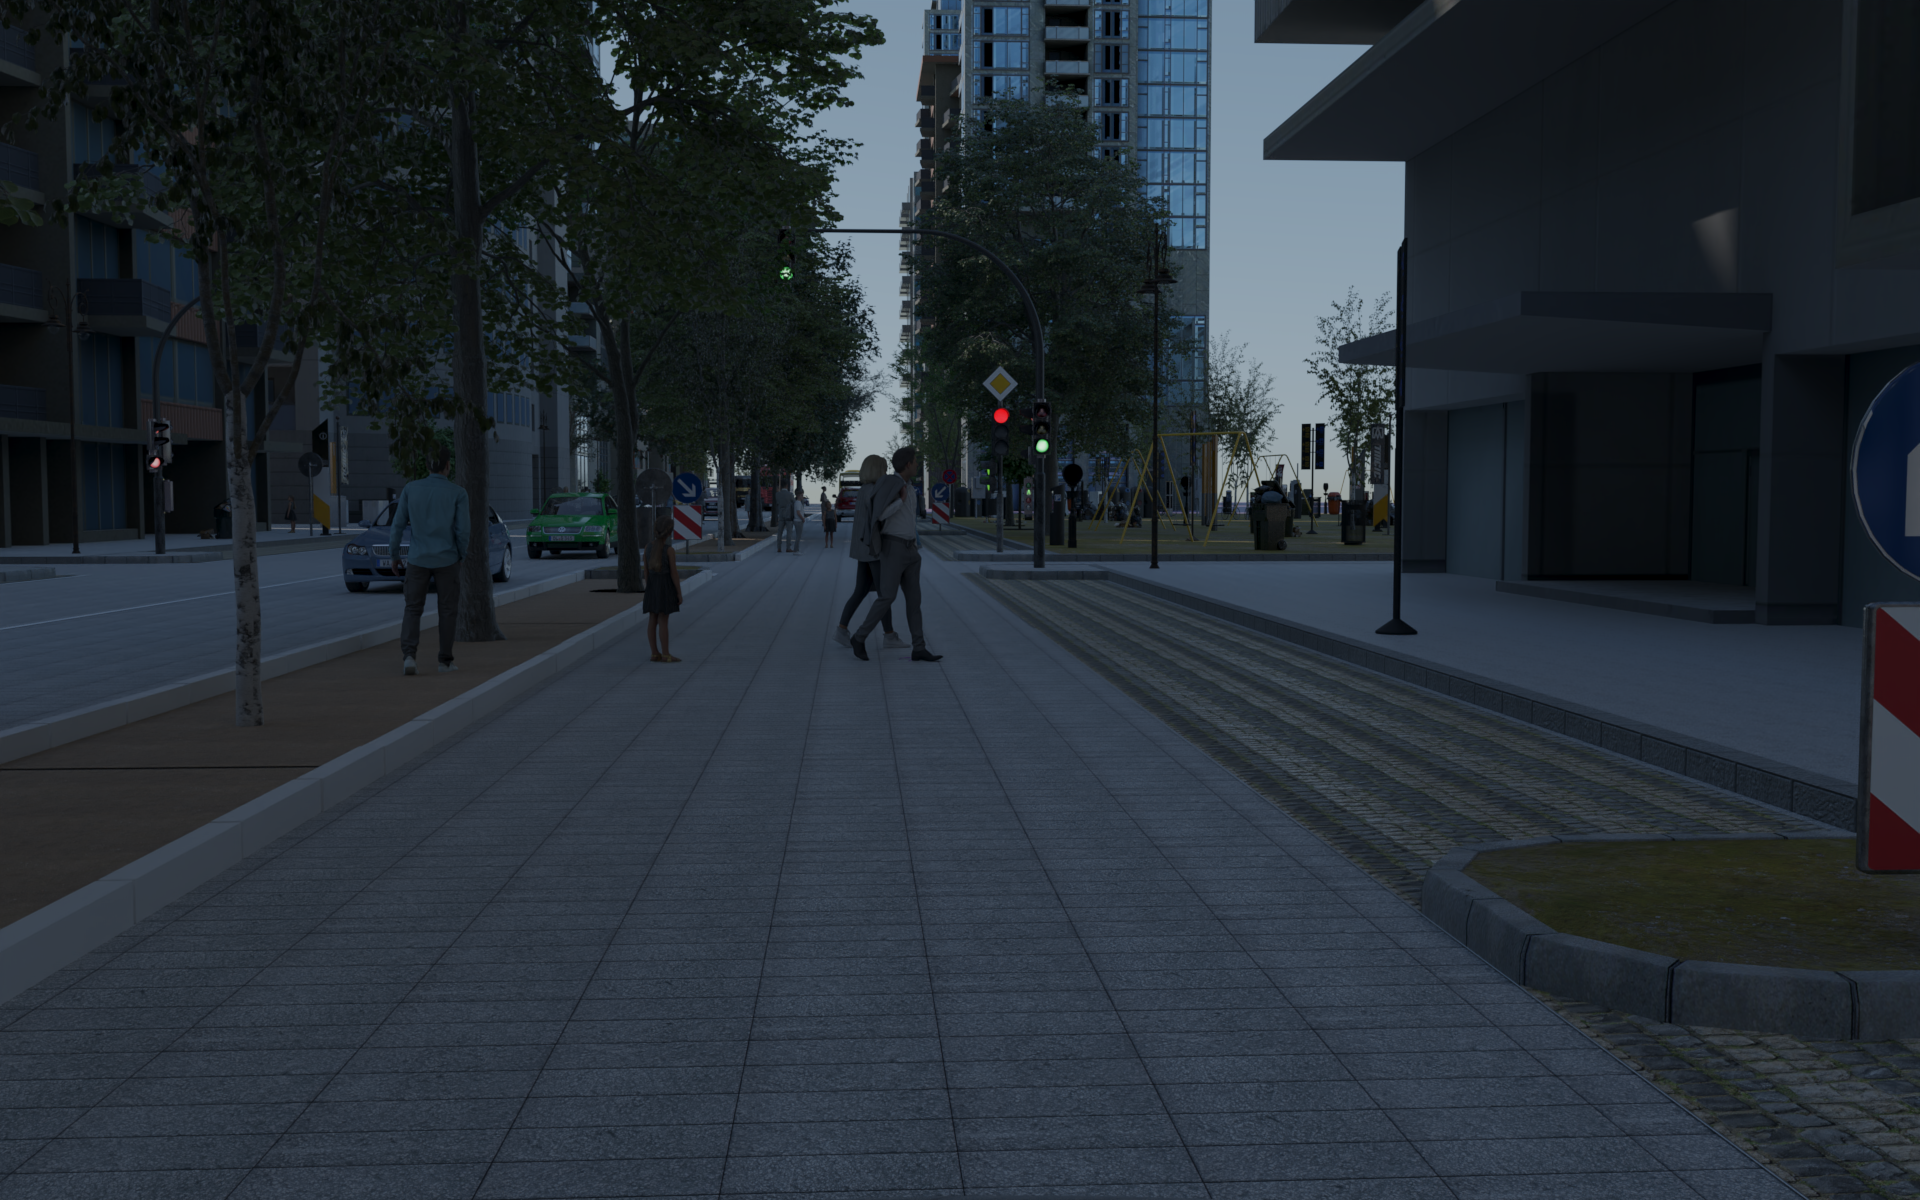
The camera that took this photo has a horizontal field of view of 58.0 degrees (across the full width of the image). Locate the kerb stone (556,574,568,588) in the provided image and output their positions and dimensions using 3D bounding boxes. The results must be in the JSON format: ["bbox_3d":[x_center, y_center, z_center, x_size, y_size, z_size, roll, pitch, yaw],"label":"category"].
[{"bbox_3d":[-6.195,-0.268,26.582,0.120,0.150,1.000,0,4,-4],"label":"kerb stone"}]

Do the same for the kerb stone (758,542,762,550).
[{"bbox_3d":[-5.145,-1.309,43.636,0.120,0.150,1.000,0,4,-4],"label":"kerb stone"}]

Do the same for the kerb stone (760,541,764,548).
[{"bbox_3d":[-5.203,-1.371,44.657,0.120,0.150,1.000,0,4,-4],"label":"kerb stone"}]

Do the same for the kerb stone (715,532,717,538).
[{"bbox_3d":[-8.002,-2.044,55.787,0.120,0.150,1.000,0,4,-4],"label":"kerb stone"}]

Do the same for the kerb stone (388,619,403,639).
[{"bbox_3d":[-5.629,0.296,17.367,0.120,0.150,1.000,0,4,-4],"label":"kerb stone"}]

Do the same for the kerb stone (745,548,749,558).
[{"bbox_3d":[-4.834,-0.999,38.527,0.120,0.150,1.000,0,4,-4],"label":"kerb stone"}]

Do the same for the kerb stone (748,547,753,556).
[{"bbox_3d":[-4.884,-1.061,39.548,0.120,0.150,1.000,0,4,-4],"label":"kerb stone"}]

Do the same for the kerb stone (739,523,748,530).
[{"bbox_3d":[-9.013,-3.051,72.142,0.120,0.150,1.000,0,4,-4],"label":"kerb stone"}]

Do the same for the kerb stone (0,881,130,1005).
[{"bbox_3d":[-2.774,1.037,5.248,0.120,0.150,1.000,0,4,-4],"label":"kerb stone"}]

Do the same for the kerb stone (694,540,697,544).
[{"bbox_3d":[-7.556,-1.618,48.644,0.120,0.150,1.000,0,4,-4],"label":"kerb stone"}]

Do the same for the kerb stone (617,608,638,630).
[{"bbox_3d":[-3.595,0.225,18.521,0.120,0.150,1.000,0,4,-4],"label":"kerb stone"}]

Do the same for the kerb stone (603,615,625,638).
[{"bbox_3d":[-3.534,0.287,17.501,0.120,0.150,1.000,0,4,-4],"label":"kerb stone"}]

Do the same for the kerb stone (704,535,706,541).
[{"bbox_3d":[-7.755,-1.805,51.706,0.120,0.150,1.000,0,4,-4],"label":"kerb stone"}]

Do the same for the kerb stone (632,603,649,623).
[{"bbox_3d":[-3.655,0.165,19.549,0.120,0.150,1.000,0,4,-4],"label":"kerb stone"}]

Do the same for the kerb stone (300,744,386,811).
[{"bbox_3d":[-2.962,0.849,8.312,0.120,0.150,1.000,0,4,-4],"label":"kerb stone"}]

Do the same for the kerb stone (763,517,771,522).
[{"bbox_3d":[-10.213,-4.244,91.590,0.120,0.150,1.000,0,4,-4],"label":"kerb stone"}]

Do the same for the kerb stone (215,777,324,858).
[{"bbox_3d":[-2.905,0.912,7.291,0.120,0.150,1.000,0,4,-4],"label":"kerb stone"}]

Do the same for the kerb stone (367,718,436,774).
[{"bbox_3d":[-3.022,0.790,9.332,0.120,0.150,1.000,0,4,-4],"label":"kerb stone"}]

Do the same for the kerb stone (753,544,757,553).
[{"bbox_3d":[-5.020,-1.186,41.590,0.120,0.150,1.000,0,4,-4],"label":"kerb stone"}]

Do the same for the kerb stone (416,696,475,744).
[{"bbox_3d":[-3.086,0.724,10.353,0.120,0.150,1.000,0,4,-4],"label":"kerb stone"}]

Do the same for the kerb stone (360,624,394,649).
[{"bbox_3d":[-5.560,0.361,16.341,0.120,0.150,1.000,0,4,-4],"label":"kerb stone"}]

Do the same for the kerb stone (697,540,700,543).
[{"bbox_3d":[-7.632,-1.680,49.664,0.120,0.150,1.000,0,4,-4],"label":"kerb stone"}]

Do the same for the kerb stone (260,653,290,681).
[{"bbox_3d":[-5.376,0.546,13.271,0.120,0.150,1.000,0,4,-4],"label":"kerb stone"}]

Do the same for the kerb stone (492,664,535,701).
[{"bbox_3d":[-3.217,0.600,12.394,0.120,0.150,1.000,0,4,-4],"label":"kerb stone"}]

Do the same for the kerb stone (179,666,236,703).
[{"bbox_3d":[-5.313,0.610,12.247,0.120,0.150,1.000,0,4,-4],"label":"kerb stone"}]

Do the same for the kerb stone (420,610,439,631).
[{"bbox_3d":[-5.698,0.233,18.390,0.120,0.150,1.000,0,4,-4],"label":"kerb stone"}]

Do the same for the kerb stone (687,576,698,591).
[{"bbox_3d":[-4.029,-0.212,25.692,0.120,0.150,1.000,0,4,-4],"label":"kerb stone"}]

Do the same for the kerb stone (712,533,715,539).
[{"bbox_3d":[-7.938,-1.992,54.767,0.120,0.150,1.000,0,4,-4],"label":"kerb stone"}]

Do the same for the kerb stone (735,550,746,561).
[{"bbox_3d":[-4.771,-0.929,37.508,0.120,0.150,1.000,0,4,-4],"label":"kerb stone"}]

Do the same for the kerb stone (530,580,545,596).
[{"bbox_3d":[-6.065,-0.143,24.540,0.120,0.150,1.000,0,4,-4],"label":"kerb stone"}]

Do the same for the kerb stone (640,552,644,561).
[{"bbox_3d":[-6.928,-0.993,38.430,0.120,0.150,1.000,0,4,-4],"label":"kerb stone"}]

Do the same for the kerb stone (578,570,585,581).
[{"bbox_3d":[-6.319,-0.394,28.636,0.120,0.150,1.000,0,4,-4],"label":"kerb stone"}]

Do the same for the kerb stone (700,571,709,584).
[{"bbox_3d":[-4.166,-0.334,27.739,0.120,0.150,1.000,0,4,-4],"label":"kerb stone"}]

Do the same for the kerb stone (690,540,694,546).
[{"bbox_3d":[-7.489,-1.555,47.622,0.120,0.150,1.000,0,4,-4],"label":"kerb stone"}]

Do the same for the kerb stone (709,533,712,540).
[{"bbox_3d":[-7.873,-1.930,53.747,0.120,0.150,1.000,0,4,-4],"label":"kerb stone"}]

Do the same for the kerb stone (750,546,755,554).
[{"bbox_3d":[-4.954,-1.124,40.568,0.120,0.150,1.000,0,4,-4],"label":"kerb stone"}]

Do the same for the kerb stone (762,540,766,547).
[{"bbox_3d":[-5.272,-1.436,45.676,0.120,0.150,1.000,0,4,-4],"label":"kerb stone"}]

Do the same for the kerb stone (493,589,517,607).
[{"bbox_3d":[-5.944,-0.018,22.489,0.120,0.150,1.000,0,4,-4],"label":"kerb stone"}]

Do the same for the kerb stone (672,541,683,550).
[{"bbox_3d":[-7.303,-1.367,44.562,0.120,0.150,1.000,0,4,-4],"label":"kerb stone"}]

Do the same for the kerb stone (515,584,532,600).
[{"bbox_3d":[-6.005,-0.075,23.509,0.120,0.150,1.000,0,4,-4],"label":"kerb stone"}]

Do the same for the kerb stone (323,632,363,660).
[{"bbox_3d":[-5.506,0.424,15.314,0.120,0.150,1.000,0,4,-4],"label":"kerb stone"}]

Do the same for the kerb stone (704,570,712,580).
[{"bbox_3d":[-4.225,-0.402,28.766,0.120,0.150,1.000,0,4,-4],"label":"kerb stone"}]

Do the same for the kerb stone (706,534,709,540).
[{"bbox_3d":[-7.819,-1.867,52.726,0.120,0.150,1.000,0,4,-4],"label":"kerb stone"}]

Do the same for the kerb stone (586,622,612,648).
[{"bbox_3d":[-3.468,0.350,16.478,0.120,0.150,1.000,0,4,-4],"label":"kerb stone"}]

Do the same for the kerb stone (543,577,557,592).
[{"bbox_3d":[-6.127,-0.206,25.562,0.120,0.150,1.000,0,4,-4],"label":"kerb stone"}]

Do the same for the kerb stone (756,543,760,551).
[{"bbox_3d":[-5.083,-1.249,42.615,0.120,0.150,1.000,0,4,-4],"label":"kerb stone"}]

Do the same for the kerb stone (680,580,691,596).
[{"bbox_3d":[-3.970,-0.151,24.668,0.120,0.150,1.000,0,4,-4],"label":"kerb stone"}]

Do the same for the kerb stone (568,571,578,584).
[{"bbox_3d":[-6.265,-0.326,27.615,0.120,0.150,1.000,0,4,-4],"label":"kerb stone"}]

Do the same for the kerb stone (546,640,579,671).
[{"bbox_3d":[-3.335,0.475,14.435,0.120,0.150,1.000,0,4,-4],"label":"kerb stone"}]

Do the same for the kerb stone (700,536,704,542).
[{"bbox_3d":[-7.682,-1.742,50.685,0.120,0.150,1.000,0,4,-4],"label":"kerb stone"}]

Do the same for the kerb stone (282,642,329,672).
[{"bbox_3d":[-5.444,0.483,14.293,0.120,0.150,1.000,0,4,-4],"label":"kerb stone"}]

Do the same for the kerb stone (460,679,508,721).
[{"bbox_3d":[-3.148,0.662,11.374,0.120,0.150,1.000,0,4,-4],"label":"kerb stone"}]

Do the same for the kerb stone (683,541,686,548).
[{"bbox_3d":[-7.373,-1.428,45.582,0.120,0.150,1.000,0,4,-4],"label":"kerb stone"}]

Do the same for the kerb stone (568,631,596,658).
[{"bbox_3d":[-3.412,0.412,15.457,0.120,0.150,1.000,0,4,-4],"label":"kerb stone"}]

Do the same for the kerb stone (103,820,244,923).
[{"bbox_3d":[-2.839,0.975,6.269,0.120,0.150,1.000,0,4,-4],"label":"kerb stone"}]

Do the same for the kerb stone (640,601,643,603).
[{"bbox_3d":[-3.726,0.099,20.569,0.120,0.150,1.000,0,4,-4],"label":"kerb stone"}]

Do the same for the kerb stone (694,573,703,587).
[{"bbox_3d":[-4.104,-0.274,26.714,0.120,0.150,1.000,0,4,-4],"label":"kerb stone"}]

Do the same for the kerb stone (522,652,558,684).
[{"bbox_3d":[-3.280,0.541,13.414,0.120,0.150,1.000,0,4,-4],"label":"kerb stone"}]
